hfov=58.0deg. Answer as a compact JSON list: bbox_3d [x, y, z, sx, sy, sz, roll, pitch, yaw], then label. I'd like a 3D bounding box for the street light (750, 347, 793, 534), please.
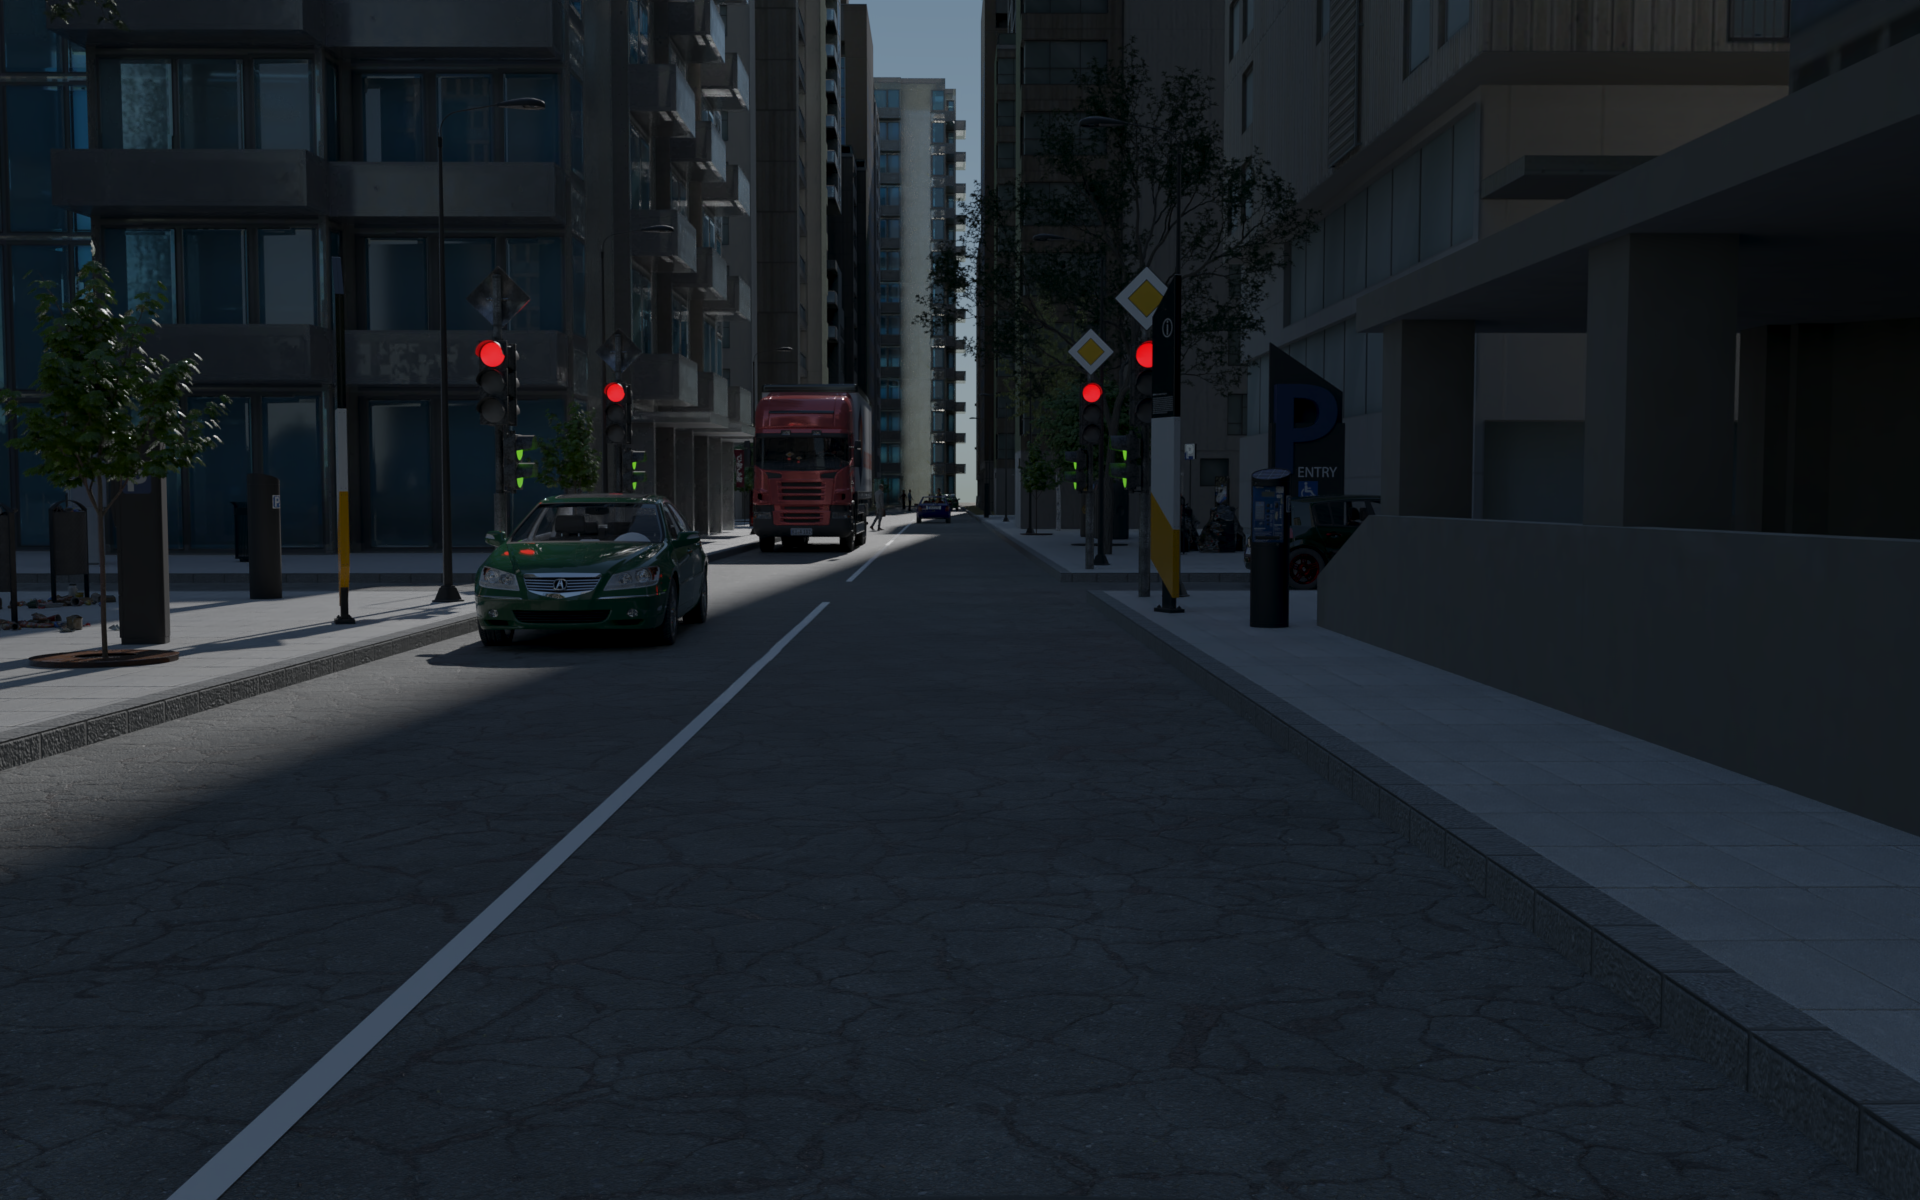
[{"bbox_3d":[-5.986,-5.041,54.953,1.470,5.913,1.316,0,4,-1],"label":"street light"}]

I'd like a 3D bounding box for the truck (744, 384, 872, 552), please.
[{"bbox_3d":[-3.835,-3.518,46.429,2.839,4.237,11.283,0,4,0],"label":"truck"}]

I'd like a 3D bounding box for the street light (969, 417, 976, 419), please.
[{"bbox_3d":[1.256,-8.079,104.635,1.470,5.913,1.316,0,4,-1],"label":"street light"}]

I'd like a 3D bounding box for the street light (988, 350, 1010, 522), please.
[{"bbox_3d":[1.731,-5.093,55.819,1.470,5.913,1.316,0,4,-1],"label":"street light"}]

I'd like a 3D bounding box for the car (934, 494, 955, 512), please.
[{"bbox_3d":[-1.487,-7.883,140.687,2.131,1.459,4.920,0,4,0],"label":"car"}]

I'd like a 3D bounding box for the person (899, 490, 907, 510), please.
[{"bbox_3d":[-5.193,-9.213,159.091,0.705,1.831,1.348,-2,4,-34],"label":"person"}]

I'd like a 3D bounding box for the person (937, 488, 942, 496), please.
[{"bbox_3d":[-1.375,-6.282,111.304,0.705,1.812,1.348,-1,4,-8],"label":"person"}]

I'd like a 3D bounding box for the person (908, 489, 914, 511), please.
[{"bbox_3d":[-4.147,-8.305,144.269,0.705,1.826,1.348,1,4,14],"label":"person"}]

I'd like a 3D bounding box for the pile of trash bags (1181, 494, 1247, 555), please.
[{"bbox_3d":[5.112,-1.730,38.031,1.912,1.369,3.447,2,4,24],"label":"pile of trash bags"}]

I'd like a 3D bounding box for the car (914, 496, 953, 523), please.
[{"bbox_3d":[-1.316,-4.499,86.142,1.945,1.354,3.894,0,4,-1],"label":"car"}]

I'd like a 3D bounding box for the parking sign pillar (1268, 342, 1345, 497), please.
[{"bbox_3d":[6.149,-2.586,30.760,1.447,3.967,1.447,0,4,2],"label":"parking sign pillar"}]

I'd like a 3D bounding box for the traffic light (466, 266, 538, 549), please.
[{"bbox_3d":[-5.679,-1.987,21.409,0.839,4.253,0.868,0,4,-1],"label":"traffic light"}]

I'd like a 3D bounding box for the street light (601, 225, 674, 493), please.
[{"bbox_3d":[-5.640,-3.519,30.081,1.470,5.913,1.316,0,4,-1],"label":"street light"}]

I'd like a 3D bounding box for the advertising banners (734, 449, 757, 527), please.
[{"bbox_3d":[-8.103,-4.415,68.378,2.074,3.025,0.090,-3,5,-44],"label":"advertising banners"}]

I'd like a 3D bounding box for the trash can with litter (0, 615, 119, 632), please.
[{"bbox_3d":[-8.987,-0.330,16.458,2.233,1.210,1.678,1,4,20],"label":"trash can with litter"}]

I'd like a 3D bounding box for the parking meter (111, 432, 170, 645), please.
[{"bbox_3d":[-7.010,-0.557,14.811,0.399,1.863,0.255,-1,4,-11],"label":"parking meter"}]

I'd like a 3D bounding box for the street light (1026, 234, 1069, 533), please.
[{"bbox_3d":[1.998,-3.581,31.085,1.470,5.913,1.316,0,4,-1],"label":"street light"}]

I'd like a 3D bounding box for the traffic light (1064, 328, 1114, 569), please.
[{"bbox_3d":[2.197,-2.482,29.494,0.839,4.253,0.868,0,4,-1],"label":"traffic light"}]

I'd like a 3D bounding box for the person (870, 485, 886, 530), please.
[{"bbox_3d":[-3.177,-3.679,68.780,0.853,1.813,0.709,-3,5,-39],"label":"person"}]

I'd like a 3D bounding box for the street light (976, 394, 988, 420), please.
[{"bbox_3d":[1.596,-6.584,80.187,1.470,5.913,1.316,0,4,-1],"label":"street light"}]

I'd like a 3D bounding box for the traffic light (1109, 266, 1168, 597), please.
[{"bbox_3d":[2.282,-1.993,21.509,0.839,4.253,0.868,0,4,-1],"label":"traffic light"}]

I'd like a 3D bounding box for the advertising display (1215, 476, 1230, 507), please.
[{"bbox_3d":[9.363,-3.465,61.874,0.123,1.923,0.974,-1,4,-18],"label":"advertising display"}]

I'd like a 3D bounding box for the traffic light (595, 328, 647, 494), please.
[{"bbox_3d":[-5.763,-2.475,29.394,0.839,4.253,0.868,0,4,-1],"label":"traffic light"}]

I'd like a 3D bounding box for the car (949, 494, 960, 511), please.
[{"bbox_3d":[-1.025,-8.365,148.568,2.131,1.459,4.920,0,4,0],"label":"car"}]

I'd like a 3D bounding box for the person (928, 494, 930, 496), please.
[{"bbox_3d":[-2.824,-9.007,159.025,0.557,1.426,1.065,0,4,-2],"label":"person"}]

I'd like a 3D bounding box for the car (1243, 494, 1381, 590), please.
[{"bbox_3d":[6.477,-1.024,26.530,4.222,1.686,2.009,0,4,-1],"label":"car"}]

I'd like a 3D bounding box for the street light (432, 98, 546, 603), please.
[{"bbox_3d":[-5.562,-2.932,20.472,1.470,5.913,1.316,0,4,-1],"label":"street light"}]

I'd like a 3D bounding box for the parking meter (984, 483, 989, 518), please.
[{"bbox_3d":[1.428,-5.386,93.764,0.255,1.863,0.399,0,4,-6],"label":"parking meter"}]

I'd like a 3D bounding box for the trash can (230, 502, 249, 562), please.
[{"bbox_3d":[-13.410,-1.293,32.788,0.748,1.137,0.748,0,3,0],"label":"trash can"}]

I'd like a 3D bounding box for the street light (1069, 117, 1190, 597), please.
[{"bbox_3d":[2.160,-2.994,21.495,1.470,5.913,1.316,0,4,-1],"label":"street light"}]

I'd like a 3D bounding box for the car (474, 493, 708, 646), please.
[{"bbox_3d":[-3.681,-0.372,17.885,2.131,1.459,4.920,0,4,-2],"label":"car"}]
